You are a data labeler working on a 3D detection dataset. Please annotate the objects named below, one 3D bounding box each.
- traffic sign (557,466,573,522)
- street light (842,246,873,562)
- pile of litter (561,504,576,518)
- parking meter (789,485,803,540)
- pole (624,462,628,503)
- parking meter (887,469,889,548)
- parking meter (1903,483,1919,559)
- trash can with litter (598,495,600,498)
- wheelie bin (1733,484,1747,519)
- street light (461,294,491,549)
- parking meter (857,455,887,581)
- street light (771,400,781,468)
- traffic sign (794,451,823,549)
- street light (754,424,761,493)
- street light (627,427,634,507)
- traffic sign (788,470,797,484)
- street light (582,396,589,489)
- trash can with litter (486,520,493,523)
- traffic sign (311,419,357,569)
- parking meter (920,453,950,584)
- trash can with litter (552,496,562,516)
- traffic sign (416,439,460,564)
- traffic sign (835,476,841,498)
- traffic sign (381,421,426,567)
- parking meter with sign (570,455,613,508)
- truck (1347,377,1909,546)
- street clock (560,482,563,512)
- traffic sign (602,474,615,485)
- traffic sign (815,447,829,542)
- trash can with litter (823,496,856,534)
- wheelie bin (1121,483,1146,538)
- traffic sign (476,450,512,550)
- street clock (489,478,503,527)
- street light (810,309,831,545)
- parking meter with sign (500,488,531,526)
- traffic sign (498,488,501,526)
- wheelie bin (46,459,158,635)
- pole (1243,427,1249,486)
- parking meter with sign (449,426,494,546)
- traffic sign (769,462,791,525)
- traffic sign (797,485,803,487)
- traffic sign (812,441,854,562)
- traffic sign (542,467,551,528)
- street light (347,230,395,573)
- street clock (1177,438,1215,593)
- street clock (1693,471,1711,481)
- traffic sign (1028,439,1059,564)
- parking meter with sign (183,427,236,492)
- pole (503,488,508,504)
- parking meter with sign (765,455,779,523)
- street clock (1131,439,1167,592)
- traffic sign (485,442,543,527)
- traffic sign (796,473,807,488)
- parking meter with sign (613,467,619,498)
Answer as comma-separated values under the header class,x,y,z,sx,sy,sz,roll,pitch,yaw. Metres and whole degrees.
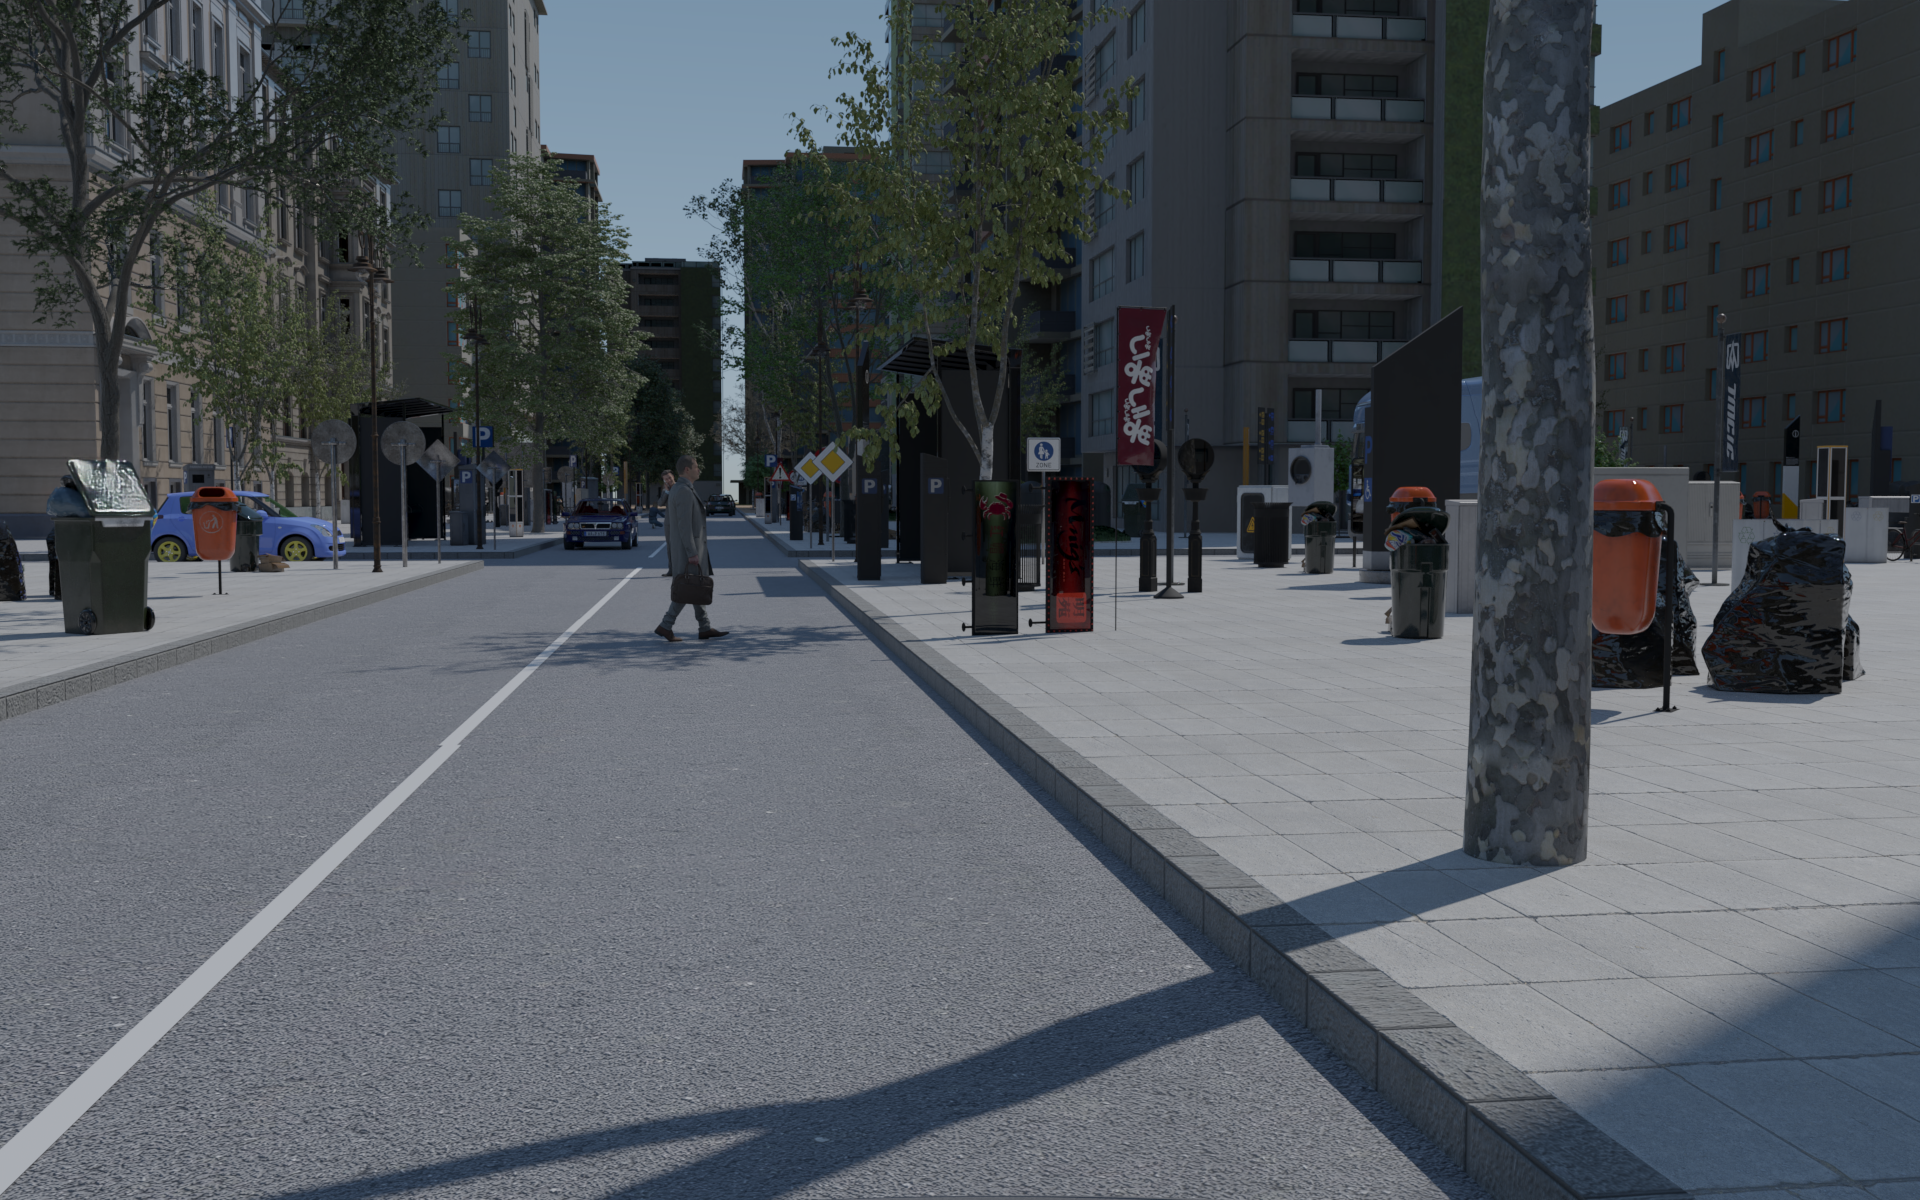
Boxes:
class,x,y,z,sx,sy,sz,roll,pitch,yaw
traffic sign,-17.918,-4.808,78.717,0.768,2.556,0.104,0,4,-2
street light,-1.915,-3.651,32.489,0.468,5.910,1.993,0,4,-8
pile of litter,-20.610,-4.803,92.498,1.176,0.858,1.719,-3,4,-36
parking meter,-4.539,-2.422,48.003,0.372,1.533,0.369,0,3,0
pole,-20.990,-7.030,108.782,0.158,3.312,0.155,0,3,0
parking meter,-1.905,-2.163,41.078,0.399,1.863,0.255,-1,4,-17
parking meter,18.945,-1.586,34.347,0.372,1.533,0.369,0,3,0
trash can with litter,-21.042,-5.355,98.604,2.233,1.210,1.678,-1,4,-12
wheelie bin,22.282,-2.571,49.937,0.693,1.594,0.980,1,4,18
street light,-11.176,-4.119,40.131,0.468,5.910,1.993,0,4,-8
parking meter,-1.332,-1.226,25.762,0.399,1.863,0.255,0,4,-3
street light,-8.391,-6.508,79.199,0.468,5.910,1.993,0,4,-8
traffic sign,-3.513,-2.269,40.733,0.795,2.450,0.064,0,4,-8
street light,-13.315,-8.644,114.123,0.468,5.910,1.993,0,4,-8
street light,-20.957,-8.392,109.989,0.468,5.910,1.993,0,4,-8
traffic sign,-8.600,-5.528,90.490,0.768,2.556,0.104,0,4,-7
street light,-16.196,-6.254,75.042,0.468,5.910,1.993,0,4,-8
trash can with litter,-21.547,-4.078,77.732,1.678,1.210,2.233,-1,4,-14
traffic sign,-10.689,-1.802,29.576,0.768,2.556,0.104,0,4,-2
parking meter,-0.355,-1.165,24.762,0.399,1.863,0.255,-1,4,-11
trash can with litter,-23.726,-5.466,100.752,1.055,1.170,0.624,-2,4,-24
traffic sign,-9.587,-1.725,31.847,0.795,2.450,0.064,0,4,-8
traffic sign,-5.705,-5.059,82.824,0.768,2.556,0.104,0,4,-5
traffic sign,-9.742,-1.848,30.328,0.768,2.556,0.104,0,4,-5
parking meter with sign,-16.593,-4.980,77.682,0.543,3.016,1.738,3,5,44
truck,17.703,-3.106,40.535,18.799,4.110,2.967,-1,4,-9
street clock,-24.198,-6.170,105.455,0.358,2.002,0.471,-1,4,-12
traffic sign,-21.003,-6.326,103.542,0.768,2.556,0.104,0,4,0
traffic sign,-3.571,-2.849,46.683,0.768,2.556,0.104,0,4,-2
trash can with litter,-3.577,-2.773,56.389,2.233,1.210,1.678,-2,4,-34
wheelie bin,5.208,-2.654,51.296,0.980,1.594,0.693,3,5,41
traffic sign,-10.690,-2.209,39.756,0.795,2.450,0.064,0,4,-8
street clock,-17.855,-3.799,66.689,0.358,2.002,0.471,3,5,45
street light,-3.502,-4.322,43.457,0.468,5.910,1.993,0,4,-8
parking meter with sign,-17.867,-4.538,70.456,1.738,3.016,0.543,0,4,0
traffic sign,-18.275,-4.194,68.684,0.768,2.556,0.104,0,4,-3
wheelie bin,-7.952,-0.495,16.007,0.693,1.594,0.980,2,4,29
pole,8.736,-3.613,52.922,0.158,3.312,0.155,0,3,0
parking meter with sign,-12.345,-2.901,43.697,0.543,3.016,1.738,0,4,8
traffic sign,-7.338,-4.326,70.738,0.884,2.594,0.081,0,4,-5
traffic sign,-10.208,-6.749,110.455,0.768,2.556,0.104,0,4,0
traffic sign,-2.409,-1.785,32.824,0.795,2.450,0.064,0,4,-8
traffic sign,-15.761,-3.878,65.528,0.606,2.300,0.079,0,4,-4
street light,-9.541,-3.388,28.186,0.468,5.910,1.993,0,4,-8
street clock,3.067,-1.101,22.564,0.471,2.002,0.358,0,4,5
street clock,23.461,-3.073,54.809,0.471,2.002,0.358,0,4,0
traffic sign,1.514,-1.795,31.482,0.606,2.300,0.079,0,4,-8
parking meter with sign,-19.539,-2.947,44.440,1.738,3.016,0.543,-3,4,-39
pole,-19.470,-4.912,74.148,0.158,3.312,0.155,0,3,0
parking meter with sign,-8.352,-4.959,77.333,0.543,3.016,1.738,0,4,-1
street clock,2.474,-1.110,22.719,0.471,2.002,0.358,2,4,33
traffic sign,-17.526,-4.542,68.131,2.265,3.308,0.079,0,4,-2
traffic sign,-7.482,-4.862,81.616,0.606,2.300,0.079,0,4,0
parking meter with sign,-22.522,-7.003,110.756,1.738,3.016,0.543,3,5,44
